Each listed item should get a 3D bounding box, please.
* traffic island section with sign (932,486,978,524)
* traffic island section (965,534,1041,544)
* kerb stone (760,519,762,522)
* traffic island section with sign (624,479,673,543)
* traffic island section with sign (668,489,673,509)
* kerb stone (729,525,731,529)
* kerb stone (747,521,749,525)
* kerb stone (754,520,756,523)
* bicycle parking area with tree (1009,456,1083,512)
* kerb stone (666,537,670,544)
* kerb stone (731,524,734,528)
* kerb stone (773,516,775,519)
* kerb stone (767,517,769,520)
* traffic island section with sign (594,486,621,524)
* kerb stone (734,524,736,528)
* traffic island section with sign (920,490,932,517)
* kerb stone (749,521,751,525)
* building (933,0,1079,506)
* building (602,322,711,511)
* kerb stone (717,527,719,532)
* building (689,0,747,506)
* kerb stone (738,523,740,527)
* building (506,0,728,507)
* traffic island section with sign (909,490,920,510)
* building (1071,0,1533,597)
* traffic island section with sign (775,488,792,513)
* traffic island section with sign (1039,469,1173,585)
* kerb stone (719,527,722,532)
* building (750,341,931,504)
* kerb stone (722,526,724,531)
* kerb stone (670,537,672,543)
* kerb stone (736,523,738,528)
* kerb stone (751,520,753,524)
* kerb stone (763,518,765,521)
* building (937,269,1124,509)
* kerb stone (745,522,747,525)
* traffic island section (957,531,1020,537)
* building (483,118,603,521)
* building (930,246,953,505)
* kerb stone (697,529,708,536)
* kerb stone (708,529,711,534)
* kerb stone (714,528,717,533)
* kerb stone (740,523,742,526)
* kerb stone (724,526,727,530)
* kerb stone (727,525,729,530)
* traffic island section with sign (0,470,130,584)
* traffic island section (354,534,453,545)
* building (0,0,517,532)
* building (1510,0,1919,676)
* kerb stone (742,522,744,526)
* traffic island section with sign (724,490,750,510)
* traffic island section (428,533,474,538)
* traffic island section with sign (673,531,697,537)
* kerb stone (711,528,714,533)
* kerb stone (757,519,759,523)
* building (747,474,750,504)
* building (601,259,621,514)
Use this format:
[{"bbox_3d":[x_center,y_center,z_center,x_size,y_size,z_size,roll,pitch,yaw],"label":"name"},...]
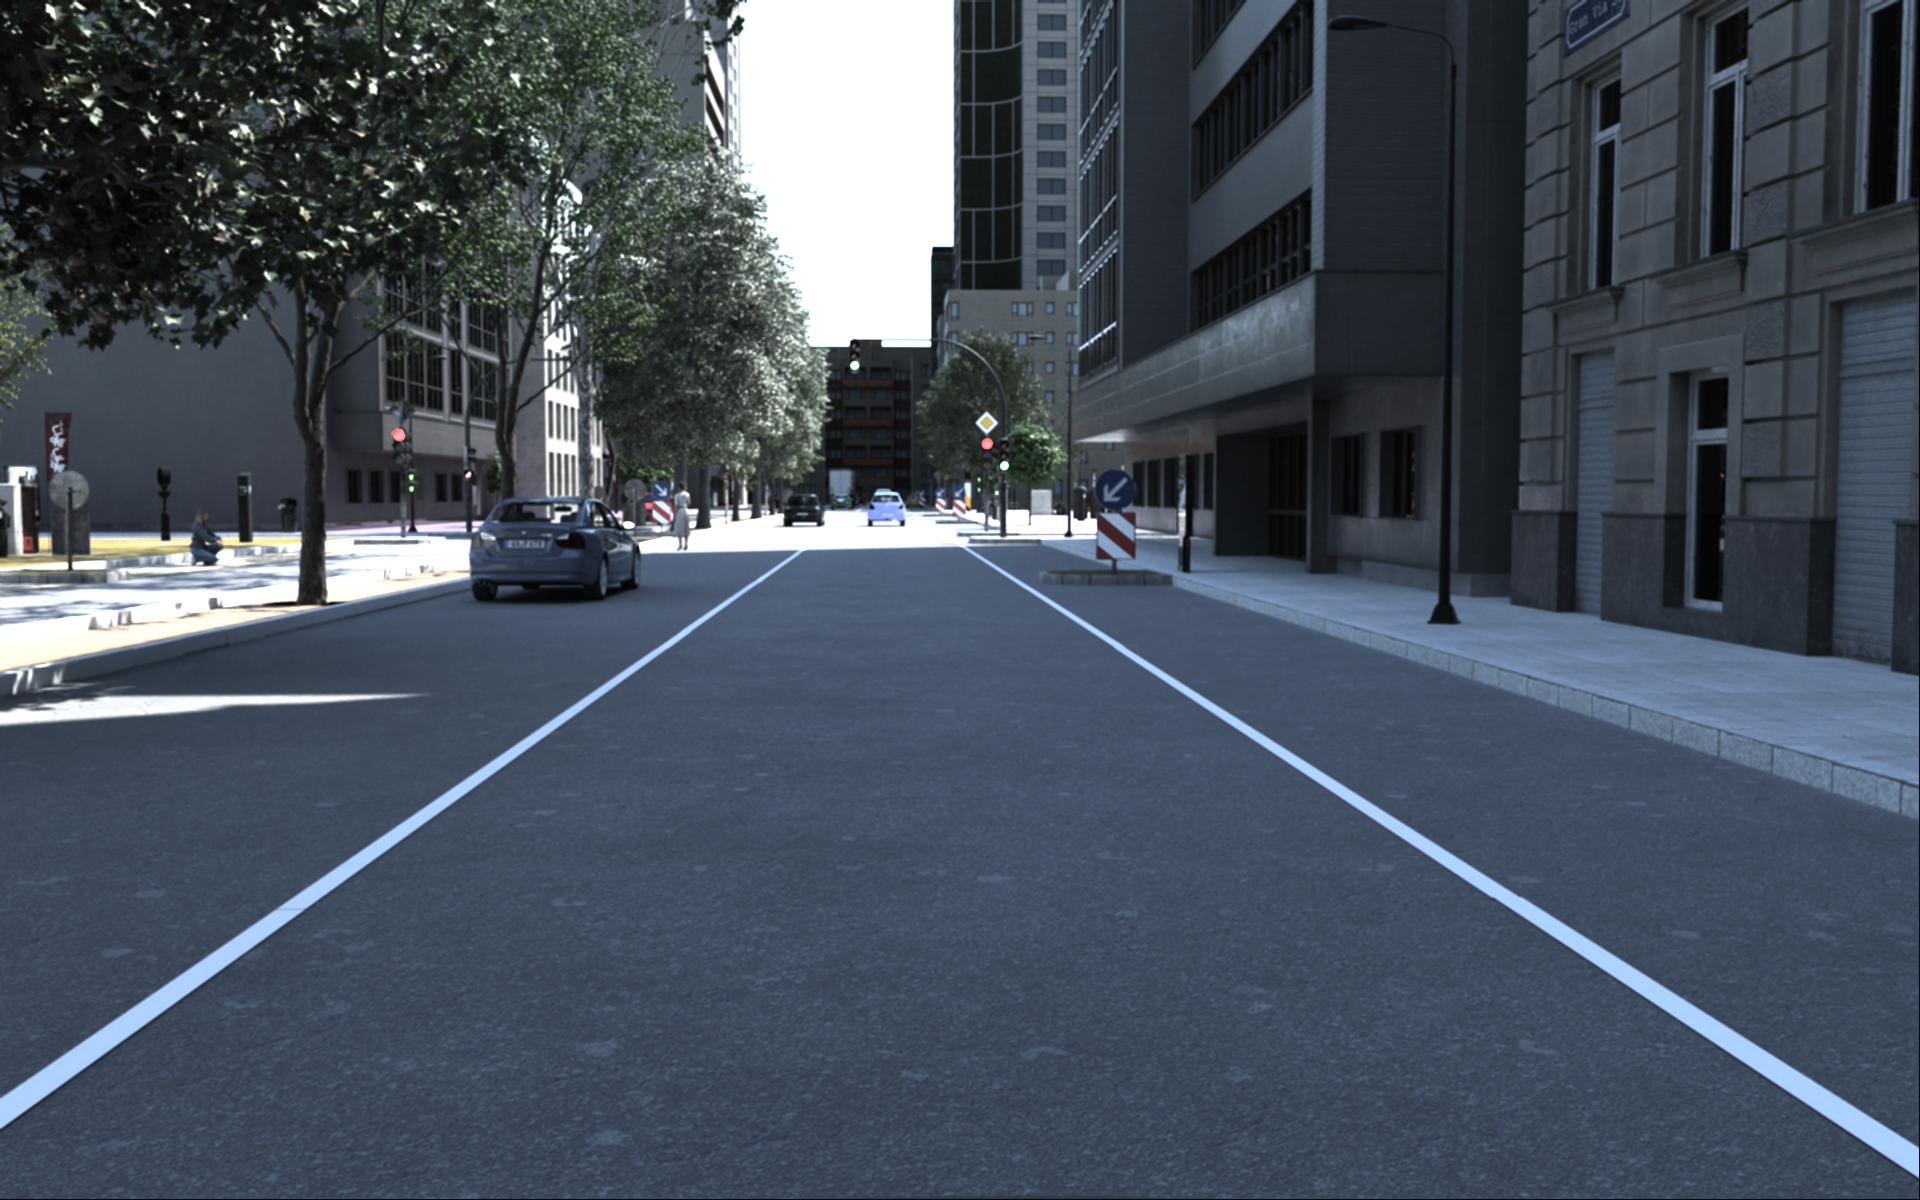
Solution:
[{"bbox_3d":[-0.185,-4.580,83.512,1.989,1.847,2.006,0,4,-3],"label":"traffic island section with sign"},{"bbox_3d":[1.287,-1.754,50.961,2.009,0.180,2.903,0,4,-3],"label":"traffic island section"},{"bbox_3d":[-10.200,-3.975,87.183,0.120,0.150,1.000,0,4,-3],"label":"kerb stone"},{"bbox_3d":[-9.608,-2.604,50.711,2.006,1.907,1.989,0,4,-3],"label":"traffic island section with sign"},{"bbox_3d":[-18.505,-6.202,110.034,1.989,1.847,2.006,0,4,-3],"label":"traffic island section with sign"},{"bbox_3d":[-9.416,-2.911,69.794,0.120,0.150,1.000,0,4,-3],"label":"kerb stone"},{"bbox_3d":[-9.842,-3.471,78.996,0.120,0.150,1.000,0,4,-3],"label":"kerb stone"},{"bbox_3d":[-10.017,-3.723,83.088,0.120,0.150,1.000,0,4,-3],"label":"kerb stone"},{"bbox_3d":[6.453,-8.774,130.460,8.231,4.147,9.016,2,4,35],"label":"bicycle parking area with tree"},{"bbox_3d":[-8.518,-1.677,49.704,0.120,0.150,1.000,0,4,-3],"label":"kerb stone"},{"bbox_3d":[-9.464,-2.974,70.816,0.120,0.150,1.000,0,4,-3],"label":"kerb stone"},{"bbox_3d":[-10.664,-4.602,97.433,0.120,0.150,1.000,0,4,-3],"label":"kerb stone"},{"bbox_3d":[-10.427,-4.289,92.312,0.120,0.150,1.000,0,4,-3],"label":"kerb stone"},{"bbox_3d":[-17.273,-4.534,82.755,1.989,1.847,2.006,0,4,-3],"label":"traffic island section with sign"},{"bbox_3d":[-9.518,-3.036,71.840,0.120,0.150,1.000,0,4,-3],"label":"kerb stone"},{"bbox_3d":[-1.385,-6.227,110.441,1.989,1.847,2.006,0,4,-3],"label":"traffic island section with sign"},{"bbox_3d":[-9.878,-3.536,80.025,0.120,0.150,1.000,0,4,-3],"label":"kerb stone"},{"bbox_3d":[7.664,-45.648,184.600,20.563,71.187,20.611,0,4,-3],"label":"building"},{"bbox_3d":[-36.534,-18.467,146.971,27.650,21.520,28.899,0,4,-3],"label":"building"},{"bbox_3d":[-9.186,-2.598,64.673,0.120,0.150,1.000,0,4,-3],"label":"kerb stone"},{"bbox_3d":[-35.621,-46.421,197.236,20.611,71.187,20.563,0,4,-3],"label":"building"},{"bbox_3d":[-9.604,-3.161,73.883,0.120,0.150,1.000,0,4,-3],"label":"kerb stone"},{"bbox_3d":[-34.783,-33.502,171.452,21.300,48.544,21.600,0,4,-3],"label":"building"},{"bbox_3d":[-3.653,-9.294,160.590,1.989,1.847,2.006,0,4,-3],"label":"traffic island section with sign"},{"bbox_3d":[10.980,-13.260,35.870,14.314,24.678,30.058,0,4,-3],"label":"building"},{"bbox_3d":[-13.322,-7.648,133.174,2.006,1.907,1.989,0,4,-3],"label":"traffic island section with sign"},{"bbox_3d":[2.312,-1.192,28.120,1.989,1.847,2.006,0,4,-3],"label":"traffic island section with sign"},{"bbox_3d":[-9.234,-2.660,65.694,0.120,0.150,1.000,0,4,-3],"label":"kerb stone"},{"bbox_3d":[-12.177,-23.617,231.173,28.899,21.520,27.650,0,4,-3],"label":"building"},{"bbox_3d":[-9.283,-2.723,66.715,0.120,0.150,1.000,0,4,-3],"label":"kerb stone"},{"bbox_3d":[-8.554,-1.745,50.725,0.120,0.150,1.000,0,4,-3],"label":"kerb stone"},{"bbox_3d":[-9.548,-3.097,72.863,0.120,0.150,1.000,0,4,-3],"label":"kerb stone"},{"bbox_3d":[-9.922,-3.594,81.046,0.120,0.150,1.000,0,4,-3],"label":"kerb stone"},{"bbox_3d":[-10.288,-4.099,89.238,0.120,0.150,1.000,0,4,-3],"label":"kerb stone"},{"bbox_3d":[12.125,-19.360,161.582,27.650,21.520,28.899,0,4,-3],"label":"building"},{"bbox_3d":[-9.785,-3.408,77.975,0.120,0.150,1.000,0,4,-3],"label":"kerb stone"},{"bbox_3d":[0.927,-2.242,58.938,2.009,0.180,2.903,0,4,-3],"label":"traffic island section"},{"bbox_3d":[-25.366,-14.423,90.559,10.420,20.320,16.860,0,4,-3],"label":"building"},{"bbox_3d":[3.488,-26.379,202.999,14.160,30.474,14.107,0,4,-3],"label":"building"},{"bbox_3d":[-8.996,-2.347,60.575,0.120,0.150,1.000,0,4,-3],"label":"kerb stone"},{"bbox_3d":[-9.047,-2.405,61.596,0.120,0.150,1.000,0,4,-3],"label":"kerb stone"},{"bbox_3d":[-9.147,-2.535,63.648,0.120,0.150,1.000,0,4,-3],"label":"kerb stone"},{"bbox_3d":[-9.649,-3.224,74.905,0.120,0.150,1.000,0,4,-3],"label":"kerb stone"},{"bbox_3d":[-9.330,-2.785,67.736,0.120,0.150,1.000,0,4,-3],"label":"kerb stone"},{"bbox_3d":[-9.369,-2.849,68.769,0.120,0.150,1.000,0,4,-3],"label":"kerb stone"},{"bbox_3d":[-14.831,-1.208,28.377,1.989,1.847,2.006,0,4,-3],"label":"traffic island section with sign"},{"bbox_3d":[-16.137,-1.707,50.184,2.009,0.180,2.903,0,4,-3],"label":"traffic island section"},{"bbox_3d":[-27.426,-16.872,69.366,14.314,27.812,24.014,0,4,-3],"label":"building"},{"bbox_3d":[12.572,-12.856,7.461,12.463,27.353,25.104,0,4,-3],"label":"building"},{"bbox_3d":[-9.690,-3.287,75.932,0.120,0.150,1.000,0,4,-3],"label":"kerb stone"},{"bbox_3d":[-20.764,-9.267,160.145,1.989,1.847,2.006,0,4,-3],"label":"traffic island section with sign"},{"bbox_3d":[-16.497,-2.195,58.161,2.009,0.180,2.903,0,4,-3],"label":"traffic island section"},{"bbox_3d":[-9.931,-3.057,58.112,2.006,1.907,1.989,0,4,-3],"label":"traffic island section with sign"},{"bbox_3d":[-9.098,-2.472,62.617,0.120,0.150,1.000,0,4,-3],"label":"kerb stone"},{"bbox_3d":[-10.117,-3.844,85.135,0.120,0.150,1.000,0,4,-3],"label":"kerb stone"},{"bbox_3d":[-42.122,-23.533,229.805,28.899,21.520,27.650,0,4,-3],"label":"building"},{"bbox_3d":[-29.884,-14.673,107.350,16.820,18.784,16.811,0,4,-3],"label":"building"}]
